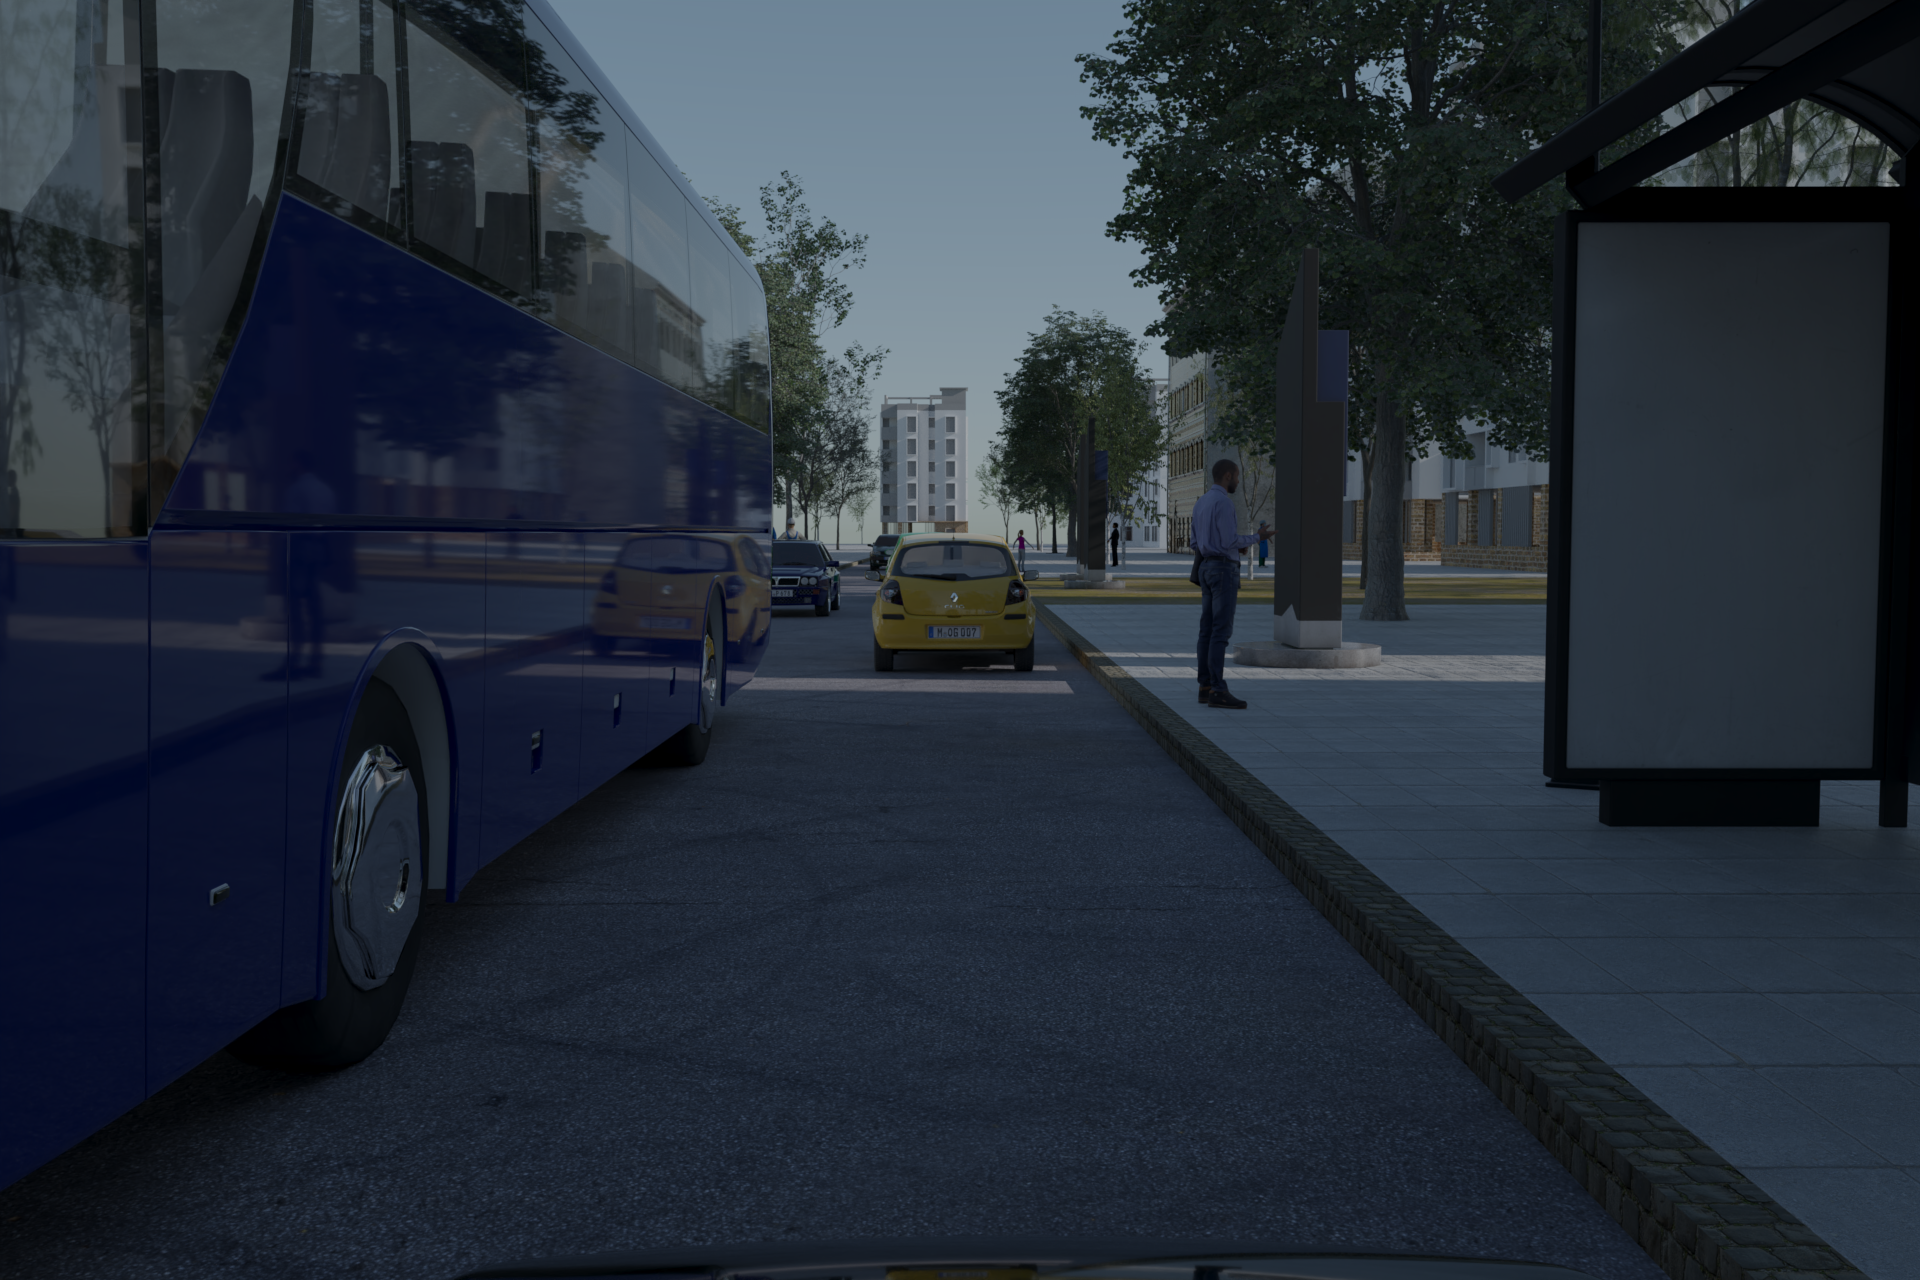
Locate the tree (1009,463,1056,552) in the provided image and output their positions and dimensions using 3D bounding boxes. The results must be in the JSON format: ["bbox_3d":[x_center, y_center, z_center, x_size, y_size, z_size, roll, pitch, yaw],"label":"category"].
[{"bbox_3d":[6.059,-10.604,123.737,4.360,8.622,3.978,0,3,0],"label":"tree"}]

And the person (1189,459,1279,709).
[{"bbox_3d":[2.056,-0.432,12.980,0.599,1.838,0.709,-1,4,-16],"label":"person"}]

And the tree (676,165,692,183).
[{"bbox_3d":[-9.883,-8.257,53.124,7.486,12.596,7.792,0,3,0],"label":"tree"}]

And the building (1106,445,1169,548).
[{"bbox_3d":[19.298,-14.319,176.262,9.099,9.664,28.070,0,4,-1],"label":"building"}]

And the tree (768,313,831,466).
[{"bbox_3d":[-9.505,-9.362,78.817,9.928,11.665,9.643,0,3,0],"label":"tree"}]

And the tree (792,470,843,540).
[{"bbox_3d":[-18.761,-17.907,227.185,7.601,10.594,8.767,0,4,6],"label":"tree"}]

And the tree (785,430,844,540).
[{"bbox_3d":[-9.695,-10.439,121.037,4.360,8.622,3.978,0,3,0],"label":"tree"}]

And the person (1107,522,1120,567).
[{"bbox_3d":[6.016,-3.754,68.106,0.721,1.740,1.216,2,4,23],"label":"person"}]

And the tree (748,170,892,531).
[{"bbox_3d":[-10.059,-14.506,93.056,12.611,20.169,13.585,0,3,0],"label":"tree"}]

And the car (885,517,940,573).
[{"bbox_3d":[-0.676,-1.765,37.653,1.959,1.807,4.718,0,4,-1],"label":"car"}]

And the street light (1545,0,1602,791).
[{"bbox_3d":[3.696,-2.208,8.643,1.470,5.913,1.316,0,4,0],"label":"street light"}]

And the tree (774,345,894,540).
[{"bbox_3d":[-9.745,-12.140,108.851,12.009,13.543,11.850,0,3,0],"label":"tree"}]

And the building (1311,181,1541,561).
[{"bbox_3d":[24.177,-14.530,93.991,16.016,20.090,11.380,0,4,-1],"label":"building"}]

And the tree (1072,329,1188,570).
[{"bbox_3d":[5.919,-6.818,61.834,4.737,8.622,4.395,0,3,0],"label":"tree"}]

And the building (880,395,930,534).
[{"bbox_3d":[-10.096,-22.527,227.192,11.380,20.090,16.016,0,4,0],"label":"building"}]

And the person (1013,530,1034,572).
[{"bbox_3d":[2.110,-2.990,58.148,0.599,1.433,0.991,-3,5,-42],"label":"person"}]

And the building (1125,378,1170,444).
[{"bbox_3d":[24.574,-21.423,206.678,16.016,20.090,11.380,0,4,-1],"label":"building"}]

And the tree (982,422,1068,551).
[{"bbox_3d":[5.813,-12.222,134.246,7.601,10.594,8.767,2,4,26],"label":"tree"}]

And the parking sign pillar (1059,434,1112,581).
[{"bbox_3d":[3.455,-3.607,47.452,1.447,3.967,1.447,0,4,-1],"label":"parking sign pillar"}]

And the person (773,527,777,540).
[{"bbox_3d":[-5.494,-2.644,49.199,0.705,1.833,1.349,-2,4,-34],"label":"person"}]

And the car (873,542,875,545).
[{"bbox_3d":[-3.123,-4.449,82.530,2.009,1.686,4.222,0,3,0],"label":"car"}]

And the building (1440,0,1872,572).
[{"bbox_3d":[24.357,-12.911,67.517,16.016,20.090,11.380,0,3,0],"label":"building"}]

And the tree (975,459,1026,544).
[{"bbox_3d":[6.011,-18.360,225.948,9.928,11.665,9.643,0,3,0],"label":"tree"}]

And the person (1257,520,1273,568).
[{"bbox_3d":[11.533,-3.650,65.810,0.704,1.817,1.347,2,4,33],"label":"person"}]

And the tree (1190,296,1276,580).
[{"bbox_3d":[8.142,-6.016,48.717,4.360,8.622,3.978,0,3,0],"label":"tree"}]

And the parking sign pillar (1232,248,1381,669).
[{"bbox_3d":[3.437,-1.750,17.079,1.447,3.967,1.447,0,4,0],"label":"parking sign pillar"}]

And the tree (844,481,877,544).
[{"bbox_3d":[-12.406,-16.686,223.179,4.360,8.622,3.978,0,3,0],"label":"tree"}]

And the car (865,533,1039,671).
[{"bbox_3d":[-0.085,-0.567,19.496,2.015,1.641,3.980,0,4,-1],"label":"car"}]

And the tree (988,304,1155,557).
[{"bbox_3d":[6.414,-11.662,97.331,9.857,13.997,8.962,0,3,0],"label":"tree"}]

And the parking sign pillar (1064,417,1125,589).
[{"bbox_3d":[3.175,-3.196,40.731,1.447,3.967,1.447,0,4,0],"label":"parking sign pillar"}]

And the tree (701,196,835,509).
[{"bbox_3d":[-9.066,-9.730,65.737,9.857,13.997,8.962,0,3,0],"label":"tree"}]

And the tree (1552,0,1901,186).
[{"bbox_3d":[5.424,-3.790,12.328,4.360,8.622,3.978,0,3,0],"label":"tree"}]

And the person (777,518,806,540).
[{"bbox_3d":[-4.351,-2.224,44.679,1.347,1.847,0.705,-1,4,-17],"label":"person"}]

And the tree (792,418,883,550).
[{"bbox_3d":[-9.887,-12.434,137.705,8.767,10.594,7.601,1,4,17],"label":"tree"}]

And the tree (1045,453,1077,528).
[{"bbox_3d":[14.900,-19.041,229.453,7.486,12.596,7.792,0,3,0],"label":"tree"}]

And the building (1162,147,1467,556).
[{"bbox_3d":[23.263,-16.911,107.429,19.493,23.208,18.063,0,3,0],"label":"building"}]

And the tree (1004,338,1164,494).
[{"bbox_3d":[5.882,-8.998,81.537,8.767,10.594,7.601,2,4,27],"label":"tree"}]

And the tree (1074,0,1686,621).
[{"bbox_3d":[6.395,-7.274,25.593,9.857,13.997,8.962,0,3,0],"label":"tree"}]

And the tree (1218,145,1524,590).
[{"bbox_3d":[9.688,-6.457,39.988,7.601,10.594,8.767,-3,4,-36],"label":"tree"}]

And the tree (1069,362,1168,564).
[{"bbox_3d":[6.489,-7.560,73.974,4.737,8.622,4.395,0,3,0],"label":"tree"}]

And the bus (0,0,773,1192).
[{"bbox_3d":[-2.766,-1.000,7.899,2.896,3.916,12.251,0,3,0],"label":"bus"}]

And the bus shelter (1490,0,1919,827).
[{"bbox_3d":[3.369,-0.680,5.048,2.014,3.302,5.546,0,4,0],"label":"bus shelter"}]

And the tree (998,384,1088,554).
[{"bbox_3d":[6.107,-11.528,114.237,9.928,11.665,9.643,0,3,0],"label":"tree"}]

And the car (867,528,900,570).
[{"bbox_3d":[-2.710,-3.679,69.939,2.009,1.686,4.222,0,4,0],"label":"car"}]

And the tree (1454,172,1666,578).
[{"bbox_3d":[17.620,-7.589,49.832,9.928,11.665,9.643,0,3,0],"label":"tree"}]

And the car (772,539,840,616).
[{"bbox_3d":[-3.121,-1.148,31.352,1.945,1.354,3.894,0,3,0],"label":"car"}]
